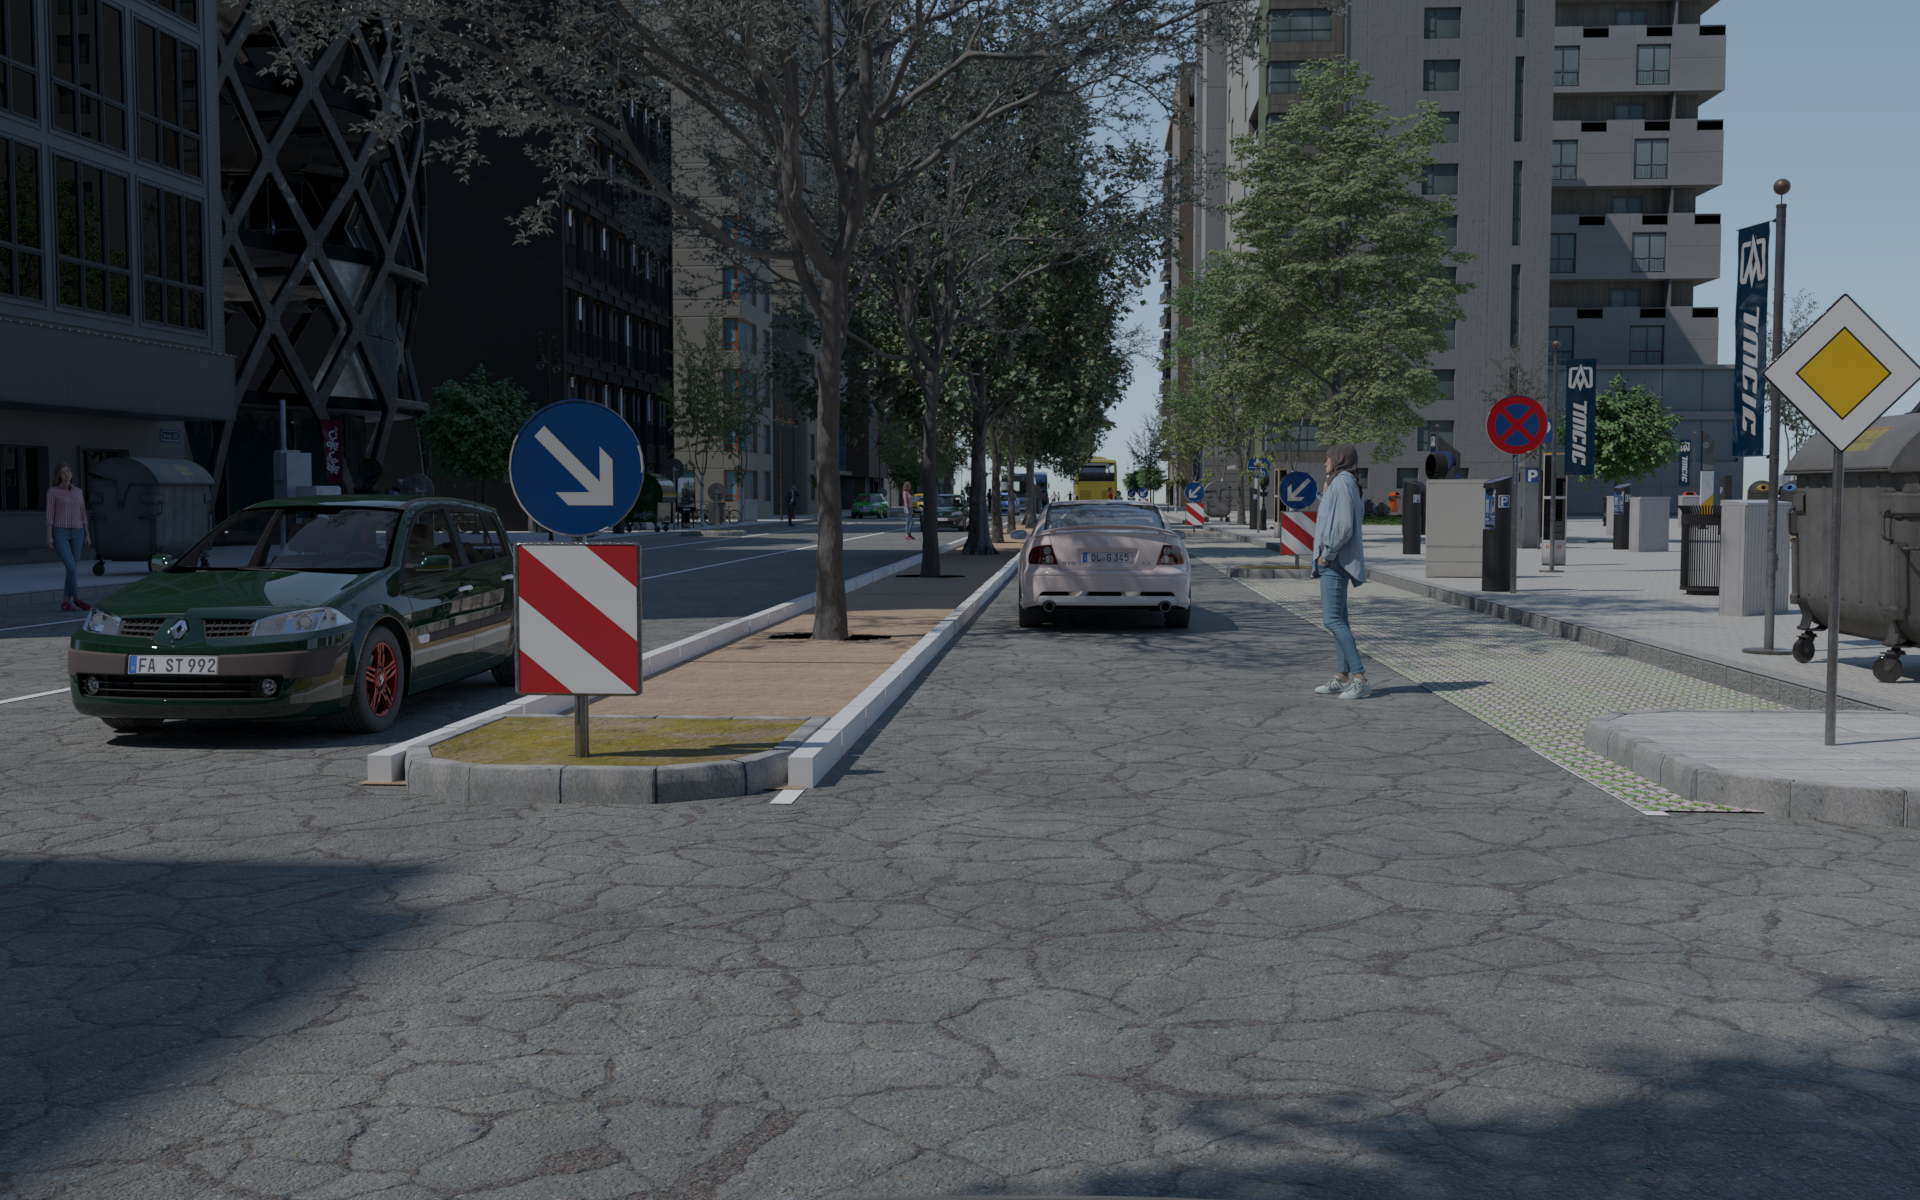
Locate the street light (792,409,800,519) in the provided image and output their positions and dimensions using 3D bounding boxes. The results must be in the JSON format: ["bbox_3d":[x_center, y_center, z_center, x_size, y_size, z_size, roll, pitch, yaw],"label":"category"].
[{"bbox_3d":[-8.397,-7.009,87.393,0.468,5.910,1.993,0,4,4],"label":"street light"}]

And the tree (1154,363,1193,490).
[{"bbox_3d":[12.609,-8.083,82.524,4.737,8.622,4.395,0,3,0],"label":"tree"}]

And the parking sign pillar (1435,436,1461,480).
[{"bbox_3d":[21.700,-5.442,77.447,1.447,3.967,1.447,-3,4,-37],"label":"parking sign pillar"}]

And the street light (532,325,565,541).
[{"bbox_3d":[-11.264,-4.572,47.536,0.468,5.910,1.993,0,4,4],"label":"street light"}]

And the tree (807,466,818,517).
[{"bbox_3d":[-7.739,-6.398,99.212,1.663,3.219,1.824,0,3,0],"label":"tree"}]

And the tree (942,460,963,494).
[{"bbox_3d":[-1.223,-15.120,197.581,4.737,8.622,4.395,0,3,0],"label":"tree"}]

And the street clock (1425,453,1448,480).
[{"bbox_3d":[8.492,-1.610,30.901,0.358,2.002,0.471,-1,4,-10],"label":"street clock"}]

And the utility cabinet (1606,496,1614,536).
[{"bbox_3d":[20.310,-2.573,53.234,0.306,1.237,1.020,-1,4,-16],"label":"utility cabinet"}]

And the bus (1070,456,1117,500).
[{"bbox_3d":[8.647,-7.371,112.068,2.896,3.916,12.252,0,4,3],"label":"bus"}]

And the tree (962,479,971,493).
[{"bbox_3d":[1.060,-13.815,220.470,1.663,3.219,1.824,0,3,0],"label":"tree"}]

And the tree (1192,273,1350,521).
[{"bbox_3d":[10.157,-6.308,53.493,4.737,8.622,4.395,0,3,0],"label":"tree"}]

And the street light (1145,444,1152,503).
[{"bbox_3d":[17.392,-11.336,158.139,0.468,5.910,1.993,0,4,4],"label":"street light"}]

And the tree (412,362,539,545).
[{"bbox_3d":[-11.945,-3.648,43.361,4.285,4.588,4.351,0,3,0],"label":"tree"}]

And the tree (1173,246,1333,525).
[{"bbox_3d":[11.790,-8.928,71.724,9.928,11.665,9.643,0,3,0],"label":"tree"}]

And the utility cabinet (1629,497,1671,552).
[{"bbox_3d":[15.307,-1.670,38.467,1.020,1.237,0.306,-2,4,-31],"label":"utility cabinet"}]

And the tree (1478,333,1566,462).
[{"bbox_3d":[26.215,-7.933,80.068,4.360,8.622,3.978,0,3,0],"label":"tree"}]

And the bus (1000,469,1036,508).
[{"bbox_3d":[5.060,-9.415,148.789,2.948,3.499,13.247,0,4,4],"label":"bus"}]

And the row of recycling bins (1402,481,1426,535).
[{"bbox_3d":[15.232,-2.836,53.481,1.069,1.692,3.534,-3,5,-43],"label":"row of recycling bins"}]

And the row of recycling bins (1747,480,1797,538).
[{"bbox_3d":[24.976,-2.686,51.021,1.069,1.692,3.534,-3,5,-42],"label":"row of recycling bins"}]

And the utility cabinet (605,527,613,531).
[{"bbox_3d":[-12.139,-3.000,60.217,0.306,1.237,1.020,2,4,26],"label":"utility cabinet"}]

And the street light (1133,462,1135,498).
[{"bbox_3d":[20.685,-14.258,205.902,0.468,5.910,1.993,0,4,4],"label":"street light"}]

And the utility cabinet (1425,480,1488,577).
[{"bbox_3d":[7.750,-1.092,26.535,1.173,1.500,0.318,1,4,12],"label":"utility cabinet"}]

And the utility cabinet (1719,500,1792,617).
[{"bbox_3d":[8.509,-0.450,18.514,1.020,1.237,0.306,-3,5,-40],"label":"utility cabinet"}]

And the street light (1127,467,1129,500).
[{"bbox_3d":[23.508,-16.495,242.474,0.468,5.910,1.993,0,4,4],"label":"street light"}]

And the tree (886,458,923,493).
[{"bbox_3d":[-4.658,-10.071,148.381,4.285,4.588,4.351,0,3,0],"label":"tree"}]

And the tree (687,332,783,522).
[{"bbox_3d":[-10.051,-7.800,77.890,4.360,8.622,3.978,0,3,0],"label":"tree"}]

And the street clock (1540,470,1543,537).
[{"bbox_3d":[17.253,-2.862,51.357,0.358,2.002,0.471,-1,4,-17],"label":"street clock"}]

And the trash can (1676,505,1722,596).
[{"bbox_3d":[9.508,-0.637,22.065,0.748,1.137,0.748,0,3,0],"label":"trash can"}]

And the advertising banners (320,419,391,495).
[{"bbox_3d":[-13.905,-2.706,40.437,2.074,3.025,0.090,0,4,6],"label":"advertising banners"}]

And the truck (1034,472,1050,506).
[{"bbox_3d":[9.893,-13.940,217.676,2.967,4.110,18.799,0,4,4],"label":"truck"}]

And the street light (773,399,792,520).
[{"bbox_3d":[-8.685,-6.810,84.129,0.468,5.910,1.993,0,4,4],"label":"street light"}]

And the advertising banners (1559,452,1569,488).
[{"bbox_3d":[24.180,-4.609,71.552,2.074,3.025,0.090,2,4,31],"label":"advertising banners"}]

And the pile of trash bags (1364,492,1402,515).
[{"bbox_3d":[18.681,-4.176,78.034,3.447,1.369,1.912,-3,4,-39],"label":"pile of trash bags"}]

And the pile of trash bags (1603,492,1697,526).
[{"bbox_3d":[27.114,-3.563,68.009,3.447,1.369,1.912,1,4,16],"label":"pile of trash bags"}]

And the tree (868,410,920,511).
[{"bbox_3d":[-5.211,-11.107,131.956,4.737,8.622,4.395,0,3,0],"label":"tree"}]

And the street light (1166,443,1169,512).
[{"bbox_3d":[14.627,-9.099,121.563,0.468,5.910,1.993,0,4,4],"label":"street light"}]

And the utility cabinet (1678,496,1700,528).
[{"bbox_3d":[27.908,-3.354,66.001,1.020,1.237,0.306,-1,4,-11],"label":"utility cabinet"}]

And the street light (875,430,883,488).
[{"bbox_3d":[-5.783,-9.285,124.601,0.468,5.910,1.993,0,4,4],"label":"street light"}]

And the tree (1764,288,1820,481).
[{"bbox_3d":[29.763,-6.791,61.399,4.360,8.622,3.978,0,3,0],"label":"tree"}]

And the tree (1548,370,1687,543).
[{"bbox_3d":[17.468,-3.816,46.106,4.285,4.588,4.351,0,3,0],"label":"tree"}]

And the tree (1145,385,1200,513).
[{"bbox_3d":[14.477,-10.129,115.964,4.360,8.622,3.978,0,3,0],"label":"tree"}]

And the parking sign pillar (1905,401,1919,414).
[{"bbox_3d":[22.344,-3.176,40.395,1.447,3.967,1.447,-2,4,-33],"label":"parking sign pillar"}]

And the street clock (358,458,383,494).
[{"bbox_3d":[-11.815,-1.845,34.735,0.471,2.002,0.358,-1,4,-18],"label":"street clock"}]

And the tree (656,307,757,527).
[{"bbox_3d":[-10.144,-7.210,68.250,4.737,8.622,4.395,0,3,0],"label":"tree"}]

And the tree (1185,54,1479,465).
[{"bbox_3d":[9.902,-7.817,45.939,7.486,12.596,7.792,0,3,0],"label":"tree"}]

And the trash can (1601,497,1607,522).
[{"bbox_3d":[28.765,-3.975,76.652,0.748,1.137,0.748,0,3,0],"label":"trash can"}]

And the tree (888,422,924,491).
[{"bbox_3d":[-3.332,-14.926,162.161,7.486,12.596,7.792,0,3,0],"label":"tree"}]

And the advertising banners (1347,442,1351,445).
[{"bbox_3d":[13.402,-3.845,59.058,0.090,3.025,2.074,2,4,25],"label":"advertising banners"}]

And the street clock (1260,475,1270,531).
[{"bbox_3d":[10.658,-3.441,60.822,0.358,2.002,0.471,-1,4,-17],"label":"street clock"}]

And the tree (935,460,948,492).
[{"bbox_3d":[-2.678,-14.147,181.659,4.360,8.622,3.978,0,3,0],"label":"tree"}]
